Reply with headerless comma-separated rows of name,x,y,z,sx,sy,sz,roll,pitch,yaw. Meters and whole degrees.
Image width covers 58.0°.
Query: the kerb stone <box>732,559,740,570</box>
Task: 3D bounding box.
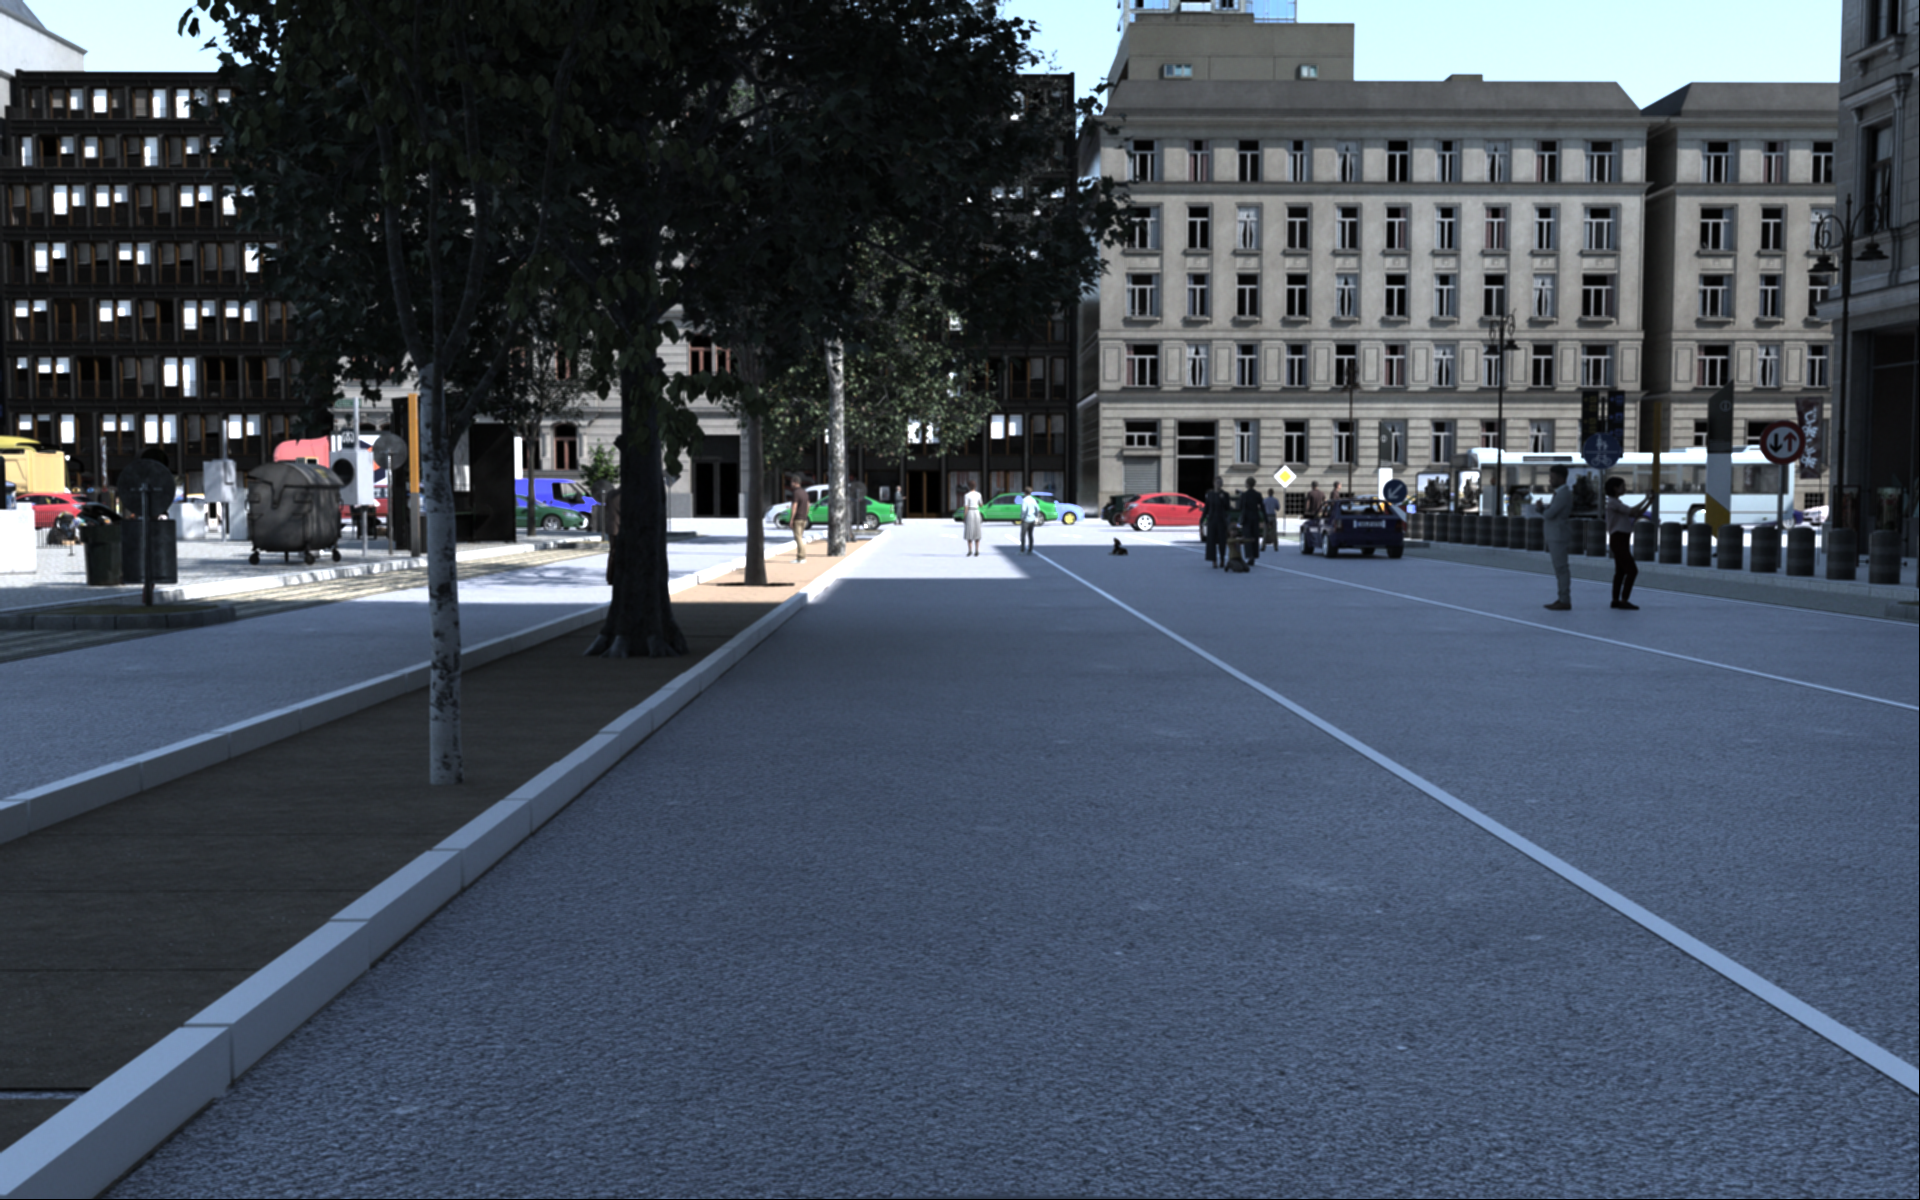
kerb stone,-4.283,-0.626,32.472,0.120,0.150,1.000,0,4,-1

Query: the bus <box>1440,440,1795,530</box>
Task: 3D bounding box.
bus,24.576,-4.348,65.948,13.247,3.499,2.948,0,4,-1

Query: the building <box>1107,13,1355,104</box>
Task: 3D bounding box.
building,26.210,-33.567,172.527,21.300,48.544,21.600,0,4,-1

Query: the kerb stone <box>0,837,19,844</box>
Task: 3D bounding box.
kerb stone,-3.953,0.945,6.742,0.120,0.150,1.000,0,4,-1

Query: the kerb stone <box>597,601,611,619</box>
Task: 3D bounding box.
kerb stone,-4.119,0.128,20.102,0.120,0.150,1.000,0,4,-1

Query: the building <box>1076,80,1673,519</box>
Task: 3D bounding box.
building,21.395,-16.167,97.613,30.059,22.955,16.112,0,4,-1

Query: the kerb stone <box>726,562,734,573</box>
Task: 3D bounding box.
kerb stone,-4.276,-0.565,31.439,0.120,0.150,1.000,0,4,-1

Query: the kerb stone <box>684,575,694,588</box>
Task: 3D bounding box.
kerb stone,-4.205,-0.240,26.281,0.120,0.150,1.000,0,4,-1

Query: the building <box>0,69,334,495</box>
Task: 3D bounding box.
building,-41.326,-16.216,94.813,15.834,23.373,12.332,0,4,-1

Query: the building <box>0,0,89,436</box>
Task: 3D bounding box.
building,-64.419,-19.323,93.430,29.804,29.767,11.434,0,4,-1

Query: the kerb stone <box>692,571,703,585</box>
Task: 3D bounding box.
kerb stone,-4.216,-0.313,27.311,0.120,0.150,1.000,0,4,-1

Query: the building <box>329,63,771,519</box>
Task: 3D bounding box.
building,-21.646,-18.864,95.810,23.554,28.519,14.401,0,4,-1

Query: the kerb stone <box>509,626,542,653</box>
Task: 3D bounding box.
kerb stone,-4.063,0.379,15.999,0.120,0.150,1.000,0,4,-1

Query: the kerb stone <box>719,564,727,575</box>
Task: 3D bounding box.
kerb stone,-4.257,-0.502,30.399,0.120,0.150,1.000,0,4,-1

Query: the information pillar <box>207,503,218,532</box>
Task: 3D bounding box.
information pillar,-25.283,-3.307,58.561,0.304,2.012,0.304,-2,4,-27

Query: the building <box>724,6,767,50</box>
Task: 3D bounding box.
building,-27.914,-38.090,164.768,21.231,58.520,28.212,0,4,-1

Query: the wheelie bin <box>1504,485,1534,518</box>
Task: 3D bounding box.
wheelie bin,18.775,-3.068,58.070,0.980,1.594,0.693,-1,4,-10

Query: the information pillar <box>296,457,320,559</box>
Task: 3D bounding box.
information pillar,-12.992,-1.837,34.521,0.304,2.012,0.304,2,4,32

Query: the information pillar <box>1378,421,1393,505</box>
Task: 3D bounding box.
information pillar,13.670,-3.939,55.749,0.504,3.616,0.183,-1,4,-20

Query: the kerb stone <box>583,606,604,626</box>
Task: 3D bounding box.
kerb stone,-4.111,0.196,19.077,0.120,0.150,1.000,0,4,-1

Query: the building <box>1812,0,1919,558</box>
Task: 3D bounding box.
building,23.107,-11.297,35.612,10.553,20.767,40.483,0,4,-1

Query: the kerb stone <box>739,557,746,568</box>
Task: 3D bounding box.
kerb stone,-4.299,-0.692,33.503,0.120,0.150,1.000,0,4,-1

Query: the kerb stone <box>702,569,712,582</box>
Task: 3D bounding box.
kerb stone,-4.227,-0.376,28.339,0.120,0.150,1.000,0,4,-1

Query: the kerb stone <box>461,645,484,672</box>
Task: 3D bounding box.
kerb stone,-4.044,0.505,13.940,0.120,0.150,1.000,0,4,-1

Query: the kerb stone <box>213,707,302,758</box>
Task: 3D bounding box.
kerb stone,-3.996,0.756,9.832,0.120,0.150,1.000,0,4,-1

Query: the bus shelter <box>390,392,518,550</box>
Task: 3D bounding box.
bus shelter,-12.162,-3.133,42.509,1.731,3.624,6.357,0,4,-1

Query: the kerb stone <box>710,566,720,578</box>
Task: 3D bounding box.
kerb stone,-4.242,-0.438,29.364,0.120,0.150,1.000,0,4,-1

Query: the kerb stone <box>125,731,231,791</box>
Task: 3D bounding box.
kerb stone,-3.984,0.821,8.804,0.120,0.150,1.000,0,4,-1

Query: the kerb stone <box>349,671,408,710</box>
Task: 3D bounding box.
kerb stone,-4.022,0.633,11.887,0.120,0.150,1.000,0,4,-1

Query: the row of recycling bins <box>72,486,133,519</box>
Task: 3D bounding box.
row of recycling bins,-42.482,-4.811,85.771,3.534,1.692,1.069,1,4,11

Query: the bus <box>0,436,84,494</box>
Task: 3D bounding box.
bus,-43.853,-4.990,73.130,12.252,3.916,2.896,0,4,-2

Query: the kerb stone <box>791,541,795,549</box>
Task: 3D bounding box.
kerb stone,-4.444,-1.384,44.823,0.120,0.150,1.000,0,4,-1

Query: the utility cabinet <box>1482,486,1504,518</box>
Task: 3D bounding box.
utility cabinet,13.977,-2.246,45.407,0.318,1.500,1.173,0,4,4

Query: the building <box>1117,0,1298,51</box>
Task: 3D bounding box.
building,26.497,-54.145,197.934,22.319,86.520,31.000,0,4,-1

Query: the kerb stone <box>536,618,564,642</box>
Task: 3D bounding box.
kerb stone,-4.082,0.316,17.024,0.120,0.150,1.000,0,4,-1

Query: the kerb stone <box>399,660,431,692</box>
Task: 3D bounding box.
kerb stone,-4.025,0.568,12.915,0.120,0.150,1.000,0,4,-1

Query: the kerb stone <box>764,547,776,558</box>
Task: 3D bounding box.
kerb stone,-4.372,-1.069,39.674,0.120,0.150,1.000,0,4,-1

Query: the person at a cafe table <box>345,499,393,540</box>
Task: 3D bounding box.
person at a cafe table,-16.743,-2.505,49.472,1.622,1.524,1.698,2,4,32

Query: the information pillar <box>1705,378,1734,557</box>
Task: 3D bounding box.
information pillar,15.436,-2.681,35.192,0.504,3.616,0.183,1,4,11

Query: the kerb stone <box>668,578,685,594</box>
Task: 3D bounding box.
kerb stone,-4.188,-0.187,25.255,0.120,0.150,1.000,0,4,-1

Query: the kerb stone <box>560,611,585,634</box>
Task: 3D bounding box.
kerb stone,-4.098,0.254,18.049,0.120,0.150,1.000,0,4,-1

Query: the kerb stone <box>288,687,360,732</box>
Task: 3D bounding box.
kerb stone,-4.004,0.693,10.857,0.120,0.150,1.000,0,4,-1

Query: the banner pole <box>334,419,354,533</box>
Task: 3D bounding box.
banner pole,-20.533,-4.142,57.742,0.863,3.779,0.401,0,4,-1

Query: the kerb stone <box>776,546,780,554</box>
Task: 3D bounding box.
kerb stone,-4.390,-1.132,40.711,0.120,0.150,1.000,0,4,-1

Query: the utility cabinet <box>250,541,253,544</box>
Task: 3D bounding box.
utility cabinet,-17.234,-2.132,43.532,1.173,1.500,0.318,1,4,9

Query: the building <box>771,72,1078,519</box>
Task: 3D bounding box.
building,-1.940,-16.240,95.204,15.834,23.373,12.332,0,4,-1

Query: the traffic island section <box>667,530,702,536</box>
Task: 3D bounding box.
traffic island section,-10.030,-2.292,59.748,2.009,0.180,2.903,0,4,-1

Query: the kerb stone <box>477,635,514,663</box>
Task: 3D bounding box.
kerb stone,-4.064,0.442,14.973,0.120,0.150,1.000,0,4,-1

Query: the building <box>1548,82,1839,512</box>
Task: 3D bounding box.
building,51.451,-16.193,98.046,30.059,22.955,16.112,0,4,-1

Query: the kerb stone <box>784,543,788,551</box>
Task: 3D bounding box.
kerb stone,-4.417,-1.258,42.763,0.120,0.150,1.000,0,4,-1

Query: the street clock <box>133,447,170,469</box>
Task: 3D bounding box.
street clock,-12.543,-1.366,26.911,0.358,2.002,0.471,3,5,40

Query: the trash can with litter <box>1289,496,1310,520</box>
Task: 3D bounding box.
trash can with litter,17.760,-4.628,86.732,2.233,1.210,1.678,3,5,42

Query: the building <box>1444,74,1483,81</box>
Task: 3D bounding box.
building,53.156,-35.534,204.678,21.600,48.544,21.300,0,4,-1

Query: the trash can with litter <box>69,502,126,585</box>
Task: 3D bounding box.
trash can with litter,-11.958,-0.801,24.484,0.624,1.170,1.055,1,4,20

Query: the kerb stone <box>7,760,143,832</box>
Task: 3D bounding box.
kerb stone,-3.973,0.882,7.779,0.120,0.150,1.000,0,4,-1

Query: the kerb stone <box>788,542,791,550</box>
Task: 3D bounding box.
kerb stone,-4.430,-1.317,43.789,0.120,0.150,1.000,0,4,-1

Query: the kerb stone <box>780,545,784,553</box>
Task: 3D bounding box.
kerb stone,-4.401,-1.195,41.736,0.120,0.150,1.000,0,4,-1

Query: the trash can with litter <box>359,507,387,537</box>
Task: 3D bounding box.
trash can with litter,-17.775,-2.517,52.536,1.055,1.170,0.624,0,4,6
